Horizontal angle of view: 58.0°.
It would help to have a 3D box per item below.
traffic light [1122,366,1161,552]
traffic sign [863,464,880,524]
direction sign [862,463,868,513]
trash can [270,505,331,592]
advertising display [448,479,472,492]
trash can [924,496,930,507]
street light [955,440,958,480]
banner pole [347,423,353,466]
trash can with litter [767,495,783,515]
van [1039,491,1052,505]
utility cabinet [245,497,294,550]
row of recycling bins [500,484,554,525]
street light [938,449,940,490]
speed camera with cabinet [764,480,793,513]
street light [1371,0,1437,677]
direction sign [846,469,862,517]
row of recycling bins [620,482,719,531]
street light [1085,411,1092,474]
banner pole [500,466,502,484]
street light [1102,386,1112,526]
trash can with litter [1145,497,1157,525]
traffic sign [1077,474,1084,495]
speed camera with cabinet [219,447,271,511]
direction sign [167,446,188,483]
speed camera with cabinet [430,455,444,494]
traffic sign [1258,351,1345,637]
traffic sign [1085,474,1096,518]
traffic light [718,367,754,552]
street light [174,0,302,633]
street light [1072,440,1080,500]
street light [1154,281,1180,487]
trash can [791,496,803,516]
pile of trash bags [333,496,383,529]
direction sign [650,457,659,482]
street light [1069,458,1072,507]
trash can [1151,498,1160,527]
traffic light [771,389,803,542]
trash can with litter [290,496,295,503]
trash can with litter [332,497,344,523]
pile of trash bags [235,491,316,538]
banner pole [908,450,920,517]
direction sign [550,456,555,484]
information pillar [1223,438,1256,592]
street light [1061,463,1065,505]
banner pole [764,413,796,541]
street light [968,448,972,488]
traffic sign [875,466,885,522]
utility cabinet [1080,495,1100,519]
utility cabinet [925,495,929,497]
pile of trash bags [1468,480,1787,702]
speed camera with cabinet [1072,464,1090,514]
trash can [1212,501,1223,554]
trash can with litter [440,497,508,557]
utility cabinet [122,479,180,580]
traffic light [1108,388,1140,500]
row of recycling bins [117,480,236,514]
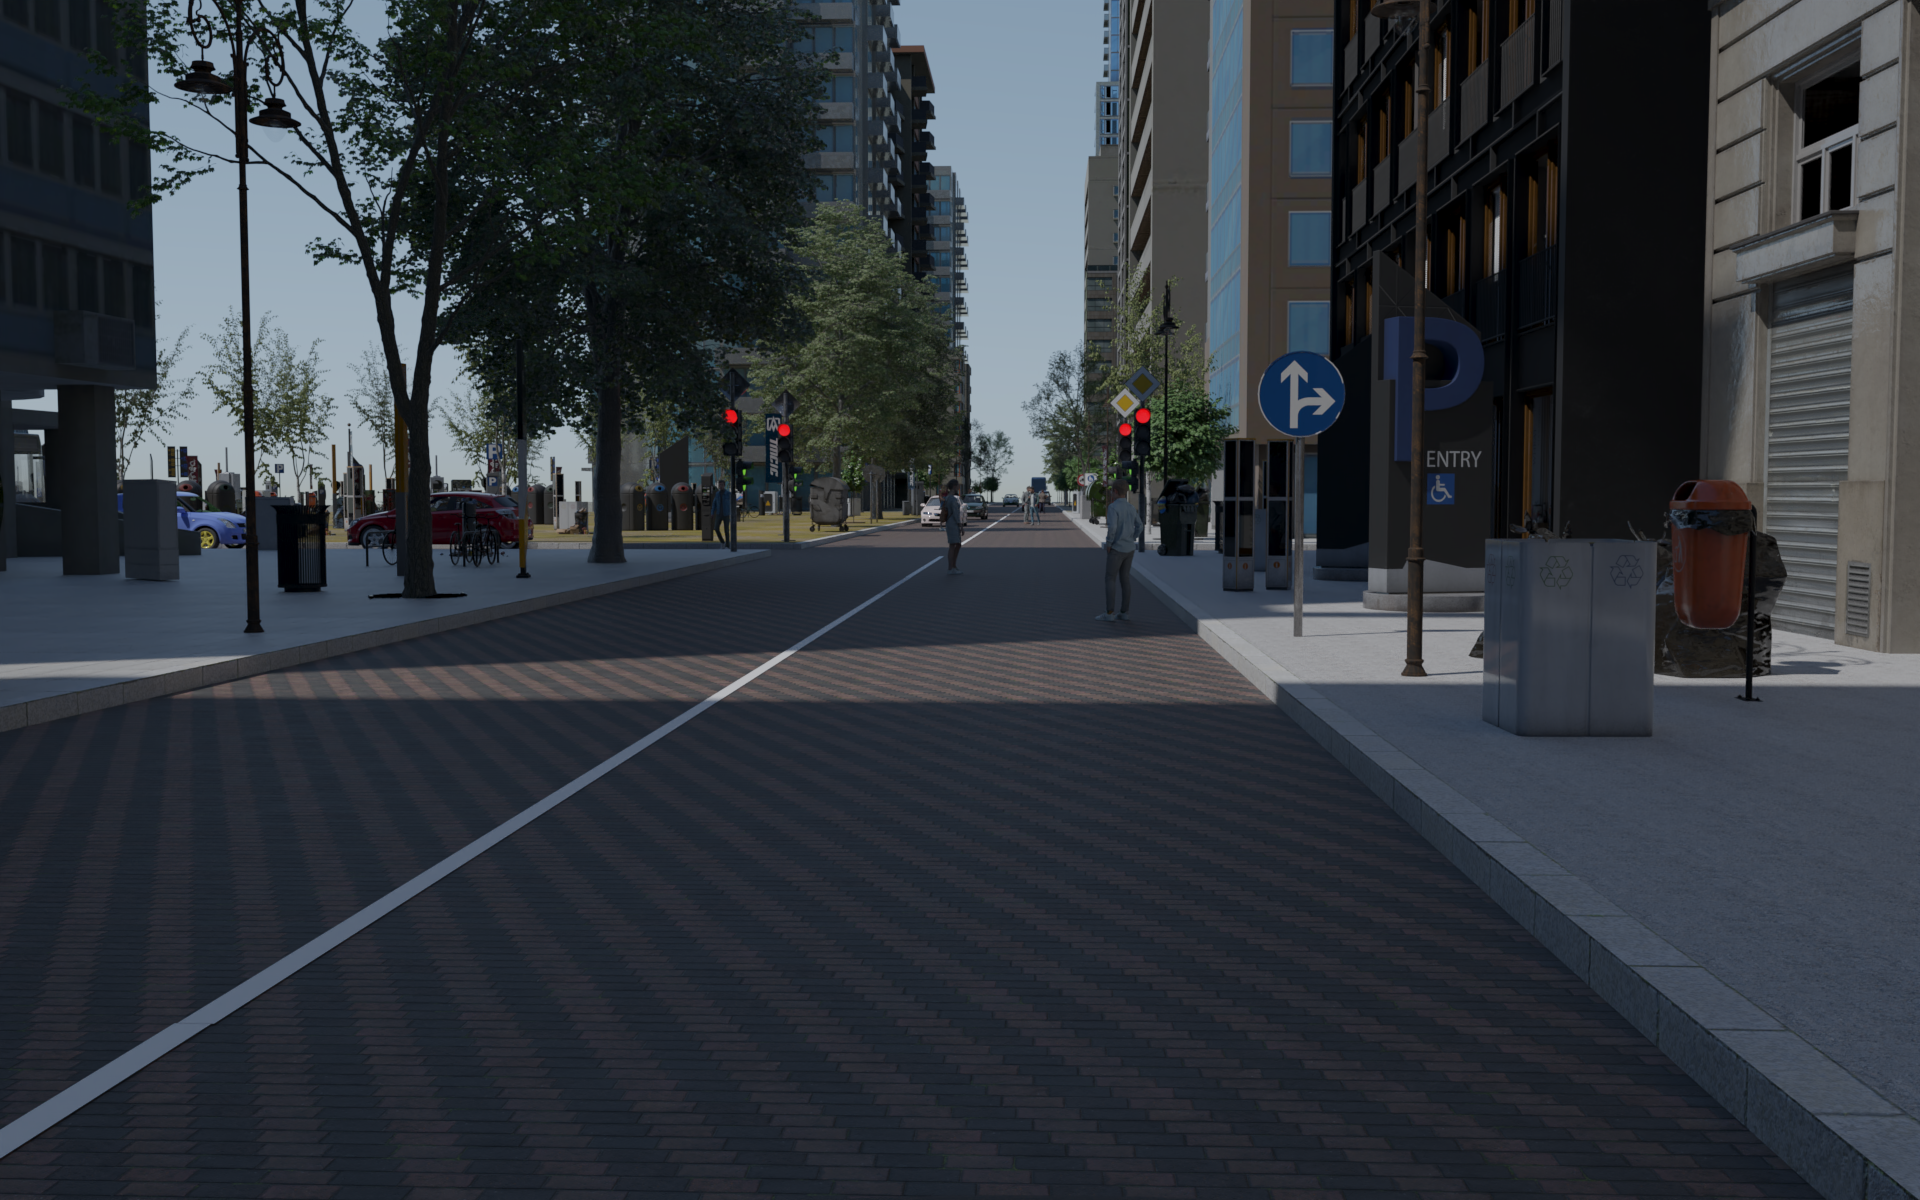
[{"bbox_3d":[3.979,-3.004,38.043,0.839,4.253,0.868,0,4,3],"label":"traffic light"},{"bbox_3d":[-3.810,-4.540,74.328,0.768,2.556,0.104,1,4,10],"label":"traffic sign"},{"bbox_3d":[-6.835,-7.835,120.095,0.876,3.537,0.379,0,4,-1],"label":"direction sign"},{"bbox_3d":[-8.656,-0.680,22.772,0.748,1.137,0.748,0,3,0],"label":"trash can"},{"bbox_3d":[-21.932,-4.343,76.228,0.123,1.923,0.974,3,5,42],"label":"advertising display"},{"bbox_3d":[-2.285,-6.194,112.921,0.748,1.137,0.748,0,3,0],"label":"trash can"},{"bbox_3d":[-0.313,-10.791,149.215,0.468,5.910,1.993,0,4,3],"label":"street light"},{"bbox_3d":[-21.386,-4.332,60.848,0.401,3.779,0.863,-2,4,-28],"label":"banner pole"},{"bbox_3d":[-11.292,-5.859,106.852,1.678,1.210,2.233,2,4,27],"label":"trash can with litter"},{"bbox_3d":[10.869,-13.249,223.629,2.013,2.044,4.112,0,4,1],"label":"van"},{"bbox_3d":[-15.799,-1.744,39.675,1.020,1.237,0.306,0,4,0],"label":"utility cabinet"},{"bbox_3d":[-18.217,-4.037,73.112,3.534,1.692,1.069,2,4,26],"label":"row of recycling bins"},{"bbox_3d":[-1.482,-9.197,123.165,0.468,5.910,1.993,0,4,3],"label":"street light"},{"bbox_3d":[-12.093,-7.355,114.585,2.038,3.252,0.660,1,4,10],"label":"speed camera with cabinet"},{"bbox_3d":[3.206,-2.401,12.050,0.468,5.910,1.993,0,4,3],"label":"street light"},{"bbox_3d":[-6.125,-6.459,97.605,0.876,3.537,0.379,-1,4,-19],"label":"direction sign"},{"bbox_3d":[-10.242,-3.295,60.990,3.534,1.692,1.069,-2,4,-24],"label":"row of recycling bins"},{"bbox_3d":[7.074,-7.483,95.133,0.468,5.910,1.993,0,4,3],"label":"street light"},{"bbox_3d":[-31.535,-7.872,118.724,0.863,3.779,0.401,-2,4,-24],"label":"banner pole"},{"bbox_3d":[5.943,-5.930,69.743,0.468,5.910,1.993,0,4,3],"label":"street light"},{"bbox_3d":[7.856,-3.671,71.405,0.624,1.170,1.055,-1,4,-18],"label":"trash can with litter"},{"bbox_3d":[7.801,-6.707,109.759,0.768,2.556,0.104,1,4,12],"label":"traffic sign"},{"bbox_3d":[-30.225,-4.823,73.196,2.038,3.252,0.660,1,4,9],"label":"speed camera with cabinet"},{"bbox_3d":[-36.972,-5.500,81.916,0.876,3.537,0.379,-1,4,-17],"label":"direction sign"},{"bbox_3d":[-27.214,-5.713,87.748,2.038,3.252,0.660,-1,4,-20],"label":"speed camera with cabinet"},{"bbox_3d":[3.042,-0.942,15.512,0.768,2.556,0.104,0,4,5],"label":"traffic sign"},{"bbox_3d":[6.537,-5.157,86.447,0.606,2.300,0.079,1,4,12],"label":"traffic sign"},{"bbox_3d":[-5.023,-3.029,38.451,0.839,4.253,0.868,0,4,3],"label":"traffic light"},{"bbox_3d":[-6.549,-2.636,15.887,0.468,5.910,1.993,0,4,3],"label":"street light"},{"bbox_3d":[8.262,-9.048,120.714,0.468,5.910,1.993,0,4,3],"label":"street light"},{"bbox_3d":[4.477,-3.967,37.656,0.468,5.910,1.993,0,4,3],"label":"street light"},{"bbox_3d":[-9.769,-5.635,103.782,0.748,1.137,0.748,0,3,0],"label":"trash can"},{"bbox_3d":[-21.681,-3.389,65.155,1.912,1.369,3.447,3,5,41],"label":"pile of trash bags"},{"bbox_3d":[-18.596,-6.941,105.487,0.876,3.537,0.379,3,5,43],"label":"direction sign"},{"bbox_3d":[9.508,-10.550,145.272,0.468,5.910,1.993,0,4,3],"label":"street light"},{"bbox_3d":[7.806,-3.451,68.072,0.748,1.137,0.748,0,3,0],"label":"trash can"},{"bbox_3d":[-4.646,-3.517,46.428,0.839,4.253,0.868,0,4,3],"label":"traffic light"},{"bbox_3d":[-47.159,-6.731,121.440,1.055,1.170,0.624,1,4,12],"label":"trash can with litter"},{"bbox_3d":[-26.299,-3.807,73.632,0.624,1.170,1.055,0,4,-4],"label":"trash can with litter"},{"bbox_3d":[-19.919,-2.449,49.799,1.912,1.369,3.447,-1,4,-11],"label":"pile of trash bags"},{"bbox_3d":[-2.642,-6.674,99.141,0.863,3.779,0.401,2,4,33],"label":"banner pole"},{"bbox_3d":[-24.601,-6.892,104.681,0.379,3.537,0.876,-2,4,-30],"label":"direction sign"},{"bbox_3d":[3.676,-1.121,22.821,0.304,2.012,0.304,-2,4,-30],"label":"information pillar"},{"bbox_3d":[11.952,-13.713,197.000,0.468,5.910,1.993,0,4,3],"label":"street light"},{"bbox_3d":[-4.917,-3.500,47.244,0.863,3.779,0.401,0,4,7],"label":"banner pole"},{"bbox_3d":[1.045,-12.355,174.791,0.468,5.910,1.993,0,4,3],"label":"street light"},{"bbox_3d":[-3.750,-4.778,78.220,0.768,2.556,0.104,1,4,10],"label":"traffic sign"},{"bbox_3d":[6.614,-4.696,87.937,1.020,1.237,0.306,-1,4,-19],"label":"utility cabinet"},{"bbox_3d":[-2.553,-6.574,118.643,0.306,1.237,1.020,3,4,36],"label":"utility cabinet"},{"bbox_3d":[4.822,-0.149,12.182,1.912,1.369,3.447,0,4,6],"label":"pile of trash bags"},{"bbox_3d":[8.056,-7.323,114.075,0.660,3.252,2.038,-1,4,-20],"label":"speed camera with cabinet"},{"bbox_3d":[5.804,-1.572,37.361,0.748,1.137,0.748,0,3,0],"label":"trash can"},{"bbox_3d":[-10.043,-1.543,36.280,1.678,1.210,2.233,0,4,3],"label":"trash can with litter"},{"bbox_3d":[-12.044,-1.047,25.800,1.173,1.500,0.318,3,5,42],"label":"utility cabinet"},{"bbox_3d":[4.356,-3.492,46.020,0.839,4.253,0.868,0,4,3],"label":"traffic light"},{"bbox_3d":[-23.309,-2.694,51.166,3.534,1.692,1.069,-1,4,-23],"label":"row of recycling bins"}]
